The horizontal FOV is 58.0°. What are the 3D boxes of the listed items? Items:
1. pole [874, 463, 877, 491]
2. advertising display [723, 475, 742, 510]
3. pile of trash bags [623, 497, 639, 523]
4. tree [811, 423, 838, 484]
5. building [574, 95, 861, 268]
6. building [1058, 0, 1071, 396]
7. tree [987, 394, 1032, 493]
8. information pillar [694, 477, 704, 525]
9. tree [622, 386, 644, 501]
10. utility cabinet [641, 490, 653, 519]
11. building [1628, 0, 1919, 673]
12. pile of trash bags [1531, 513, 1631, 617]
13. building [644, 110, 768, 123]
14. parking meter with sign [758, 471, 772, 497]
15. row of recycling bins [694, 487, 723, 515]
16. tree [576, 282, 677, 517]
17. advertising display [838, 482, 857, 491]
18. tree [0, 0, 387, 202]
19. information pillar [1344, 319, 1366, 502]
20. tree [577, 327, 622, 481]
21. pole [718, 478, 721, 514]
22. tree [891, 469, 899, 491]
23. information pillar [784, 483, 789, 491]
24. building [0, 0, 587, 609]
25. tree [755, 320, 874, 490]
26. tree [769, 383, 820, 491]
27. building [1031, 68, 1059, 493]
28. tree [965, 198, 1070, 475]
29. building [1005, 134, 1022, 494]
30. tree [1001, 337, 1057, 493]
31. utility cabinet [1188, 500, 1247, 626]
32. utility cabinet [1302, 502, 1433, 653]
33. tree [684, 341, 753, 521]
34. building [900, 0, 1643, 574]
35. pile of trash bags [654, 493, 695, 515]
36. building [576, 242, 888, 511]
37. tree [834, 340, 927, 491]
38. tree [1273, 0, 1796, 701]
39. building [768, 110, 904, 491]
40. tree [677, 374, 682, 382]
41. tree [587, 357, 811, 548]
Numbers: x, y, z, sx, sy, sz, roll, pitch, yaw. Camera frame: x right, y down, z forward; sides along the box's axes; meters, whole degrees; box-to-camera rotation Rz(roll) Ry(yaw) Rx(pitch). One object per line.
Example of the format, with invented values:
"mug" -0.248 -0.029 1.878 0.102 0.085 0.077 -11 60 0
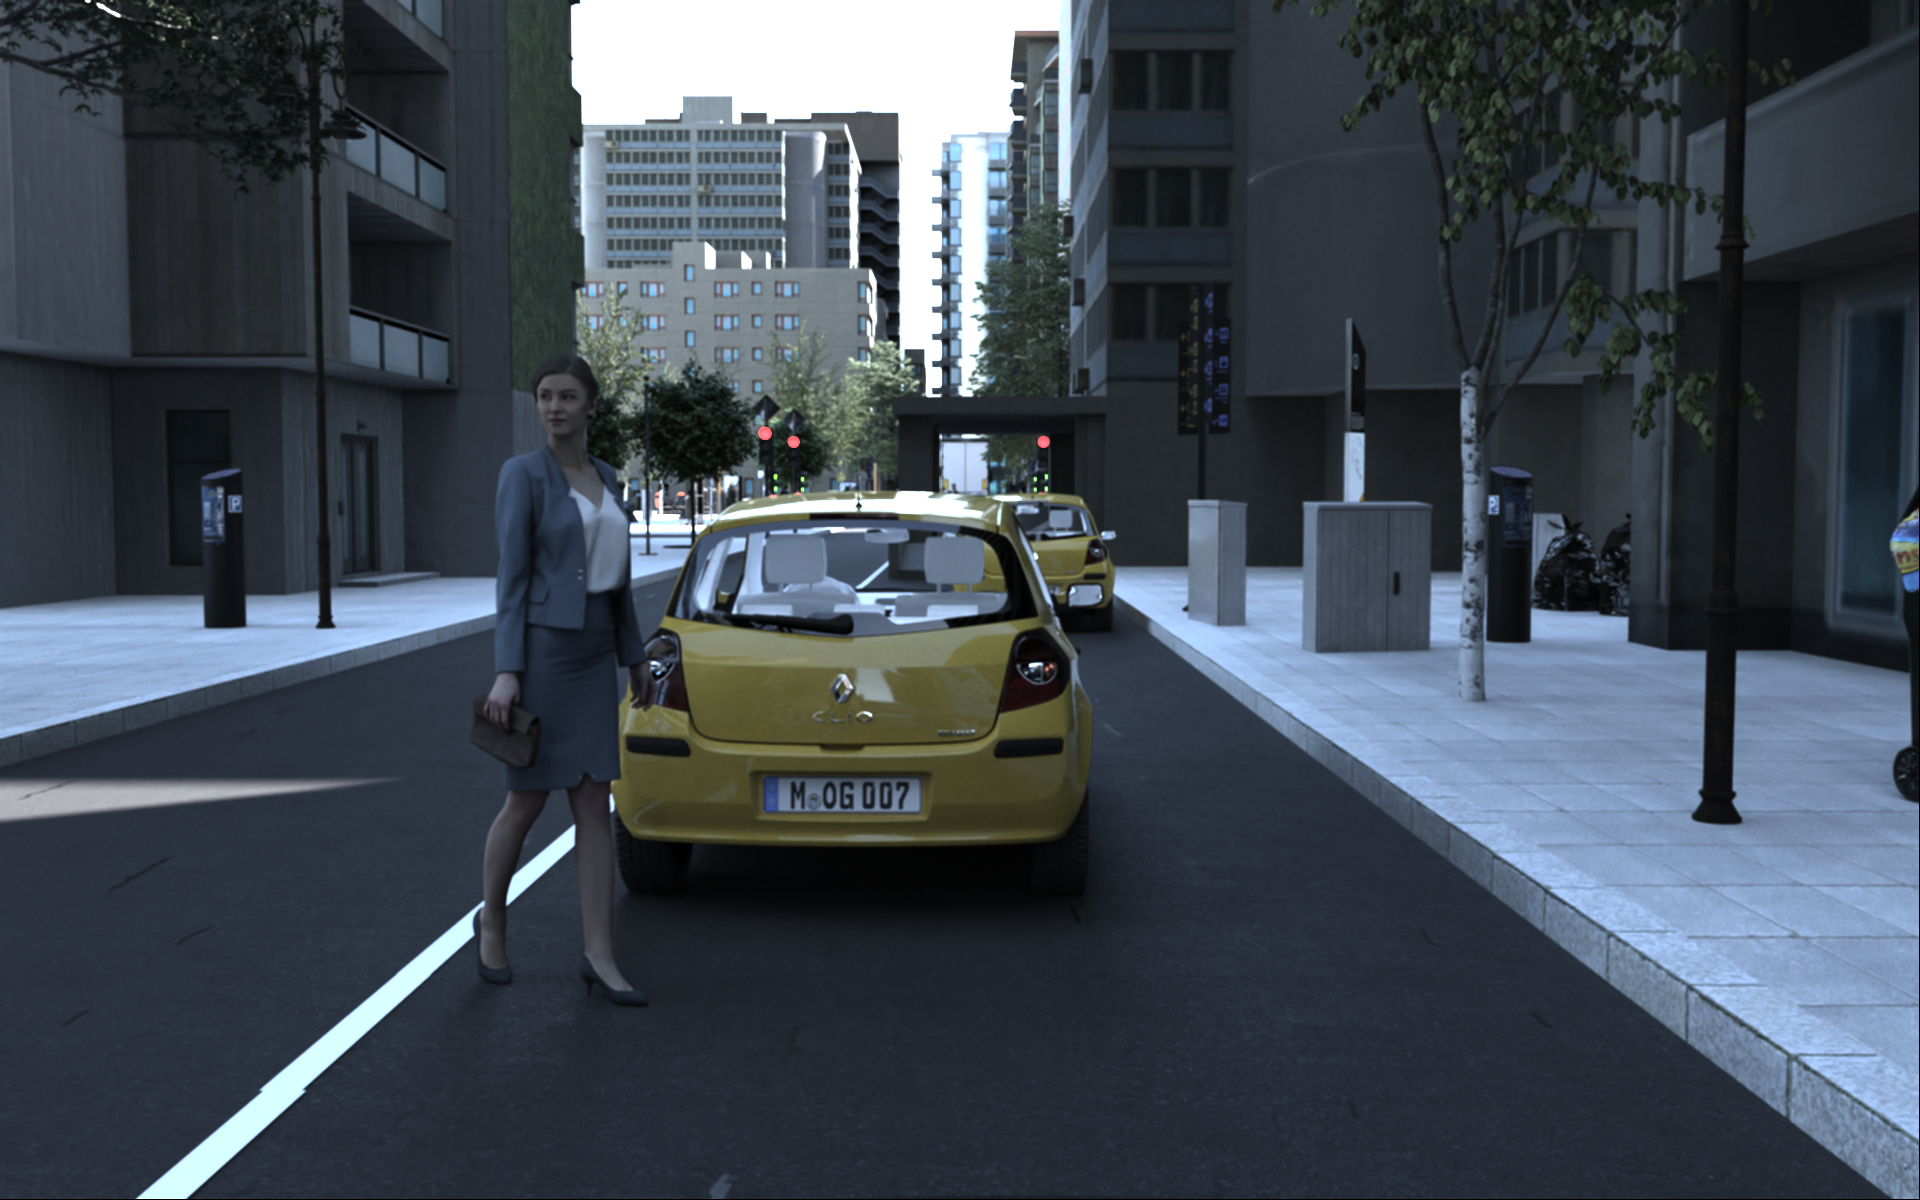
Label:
"pole" -5.528 -7.323 113.566 0.158 3.312 0.155 0 3 0
"advertising display" -7.723 -3.279 58.833 0.123 1.923 0.974 -3 5 -42
"pile of trash bags" -16.032 -4.174 77.992 3.447 1.369 1.912 3 5 44
"tree" -6.244 -4.885 63.585 4.285 4.588 4.351 0 3 0
"building" -22.891 -29.431 173.080 32.217 40.220 23.993 0 4 0
"building" 12.699 -27.224 95.220 14.600 45.320 14.200 0 4 0
"tree" 3.648 -9.752 109.814 4.737 8.622 4.395 0 3 0
"information pillar" -10.675 -4.074 71.102 0.304 2.012 0.304 -1 4 -12
"tree" -22.781 -10.212 117.333 4.360 8.622 3.978 0 3 0
"utility cabinet" -15.635 -4.768 86.632 0.318 1.500 1.173 0 4 4
"building" 16.414 -23.202 3.054 21.300 48.544 21.600 0 4 0
"pile of trash bags" 8.214 -0.571 19.088 3.447 1.369 1.912 -1 4 -9
"building" -28.265 -33.587 199.251 14.200 45.320 14.600 0 4 0
"parking meter with sign" -14.508 -8.219 130.634 0.543 3.016 1.738 2 4 28
"row of recycling bins" -15.170 -6.126 107.269 1.069 1.692 3.534 2 4 27
"tree" -12.404 -6.669 59.398 4.737 8.622 4.395 0 3 0
"advertising display" -5.887 -5.239 90.869 0.974 1.923 0.123 -1 4 -16
"tree" -6.805 -4.597 9.570 7.601 10.594 8.767 -1 4 -9
"information pillar" 5.327 -1.961 23.414 0.183 3.616 0.504 3 4 36
"tree" -16.125 -7.407 71.471 4.360 8.622 3.978 0 3 0
"pole" -14.181 -6.619 102.068 0.158 3.312 0.155 0 3 0
"tree" -6.054 -12.550 188.897 4.285 4.588 4.351 0 3 0
"information pillar" -8.631 -4.954 85.484 0.304 2.012 0.304 -1 4 -15
"building" -13.855 -20.800 23.680 14.154 41.232 14.086 0 4 0
"tree" -6.923 -7.572 74.167 4.737 8.622 4.395 0 3 0
"tree" -10.757 -9.952 113.076 4.360 8.622 3.978 0 3 0
"building" 12.544 -21.377 121.208 14.160 30.474 14.107 0 4 0
"tree" 4.031 -9.097 66.865 7.486 12.596 7.792 0 3 0
"building" 12.230 -31.561 199.610 14.154 41.232 14.086 0 4 0
"tree" 3.516 -7.915 79.777 4.360 8.622 3.978 0 3 0
"utility cabinet" 2.567 -0.375 17.295 0.306 1.237 1.020 -1 4 -9
"utility cabinet" 3.338 -0.185 14.189 1.020 1.237 0.306 -1 4 -14
"tree" -12.020 -8.146 83.553 4.360 8.622 3.978 0 3 0
"building" 14.930 -20.978 34.874 32.217 40.220 23.993 0 4 0
"pile of trash bags" -17.796 -5.890 106.051 1.912 1.369 3.447 1 4 16
"building" -20.626 -18.484 147.245 27.650 21.520 28.899 0 4 0
"tree" -5.568 -12.810 127.569 7.486 12.596 7.792 0 3 0
"tree" 3.208 -3.665 10.292 4.737 8.622 4.395 0 3 0
"building" -13.766 -33.582 199.169 14.200 45.320 14.600 0 4 0
"tree" -16.745 -8.995 97.431 4.737 8.622 4.395 0 3 0
"tree" -6.473 -3.546 41.685 4.285 4.588 4.351 0 3 0
